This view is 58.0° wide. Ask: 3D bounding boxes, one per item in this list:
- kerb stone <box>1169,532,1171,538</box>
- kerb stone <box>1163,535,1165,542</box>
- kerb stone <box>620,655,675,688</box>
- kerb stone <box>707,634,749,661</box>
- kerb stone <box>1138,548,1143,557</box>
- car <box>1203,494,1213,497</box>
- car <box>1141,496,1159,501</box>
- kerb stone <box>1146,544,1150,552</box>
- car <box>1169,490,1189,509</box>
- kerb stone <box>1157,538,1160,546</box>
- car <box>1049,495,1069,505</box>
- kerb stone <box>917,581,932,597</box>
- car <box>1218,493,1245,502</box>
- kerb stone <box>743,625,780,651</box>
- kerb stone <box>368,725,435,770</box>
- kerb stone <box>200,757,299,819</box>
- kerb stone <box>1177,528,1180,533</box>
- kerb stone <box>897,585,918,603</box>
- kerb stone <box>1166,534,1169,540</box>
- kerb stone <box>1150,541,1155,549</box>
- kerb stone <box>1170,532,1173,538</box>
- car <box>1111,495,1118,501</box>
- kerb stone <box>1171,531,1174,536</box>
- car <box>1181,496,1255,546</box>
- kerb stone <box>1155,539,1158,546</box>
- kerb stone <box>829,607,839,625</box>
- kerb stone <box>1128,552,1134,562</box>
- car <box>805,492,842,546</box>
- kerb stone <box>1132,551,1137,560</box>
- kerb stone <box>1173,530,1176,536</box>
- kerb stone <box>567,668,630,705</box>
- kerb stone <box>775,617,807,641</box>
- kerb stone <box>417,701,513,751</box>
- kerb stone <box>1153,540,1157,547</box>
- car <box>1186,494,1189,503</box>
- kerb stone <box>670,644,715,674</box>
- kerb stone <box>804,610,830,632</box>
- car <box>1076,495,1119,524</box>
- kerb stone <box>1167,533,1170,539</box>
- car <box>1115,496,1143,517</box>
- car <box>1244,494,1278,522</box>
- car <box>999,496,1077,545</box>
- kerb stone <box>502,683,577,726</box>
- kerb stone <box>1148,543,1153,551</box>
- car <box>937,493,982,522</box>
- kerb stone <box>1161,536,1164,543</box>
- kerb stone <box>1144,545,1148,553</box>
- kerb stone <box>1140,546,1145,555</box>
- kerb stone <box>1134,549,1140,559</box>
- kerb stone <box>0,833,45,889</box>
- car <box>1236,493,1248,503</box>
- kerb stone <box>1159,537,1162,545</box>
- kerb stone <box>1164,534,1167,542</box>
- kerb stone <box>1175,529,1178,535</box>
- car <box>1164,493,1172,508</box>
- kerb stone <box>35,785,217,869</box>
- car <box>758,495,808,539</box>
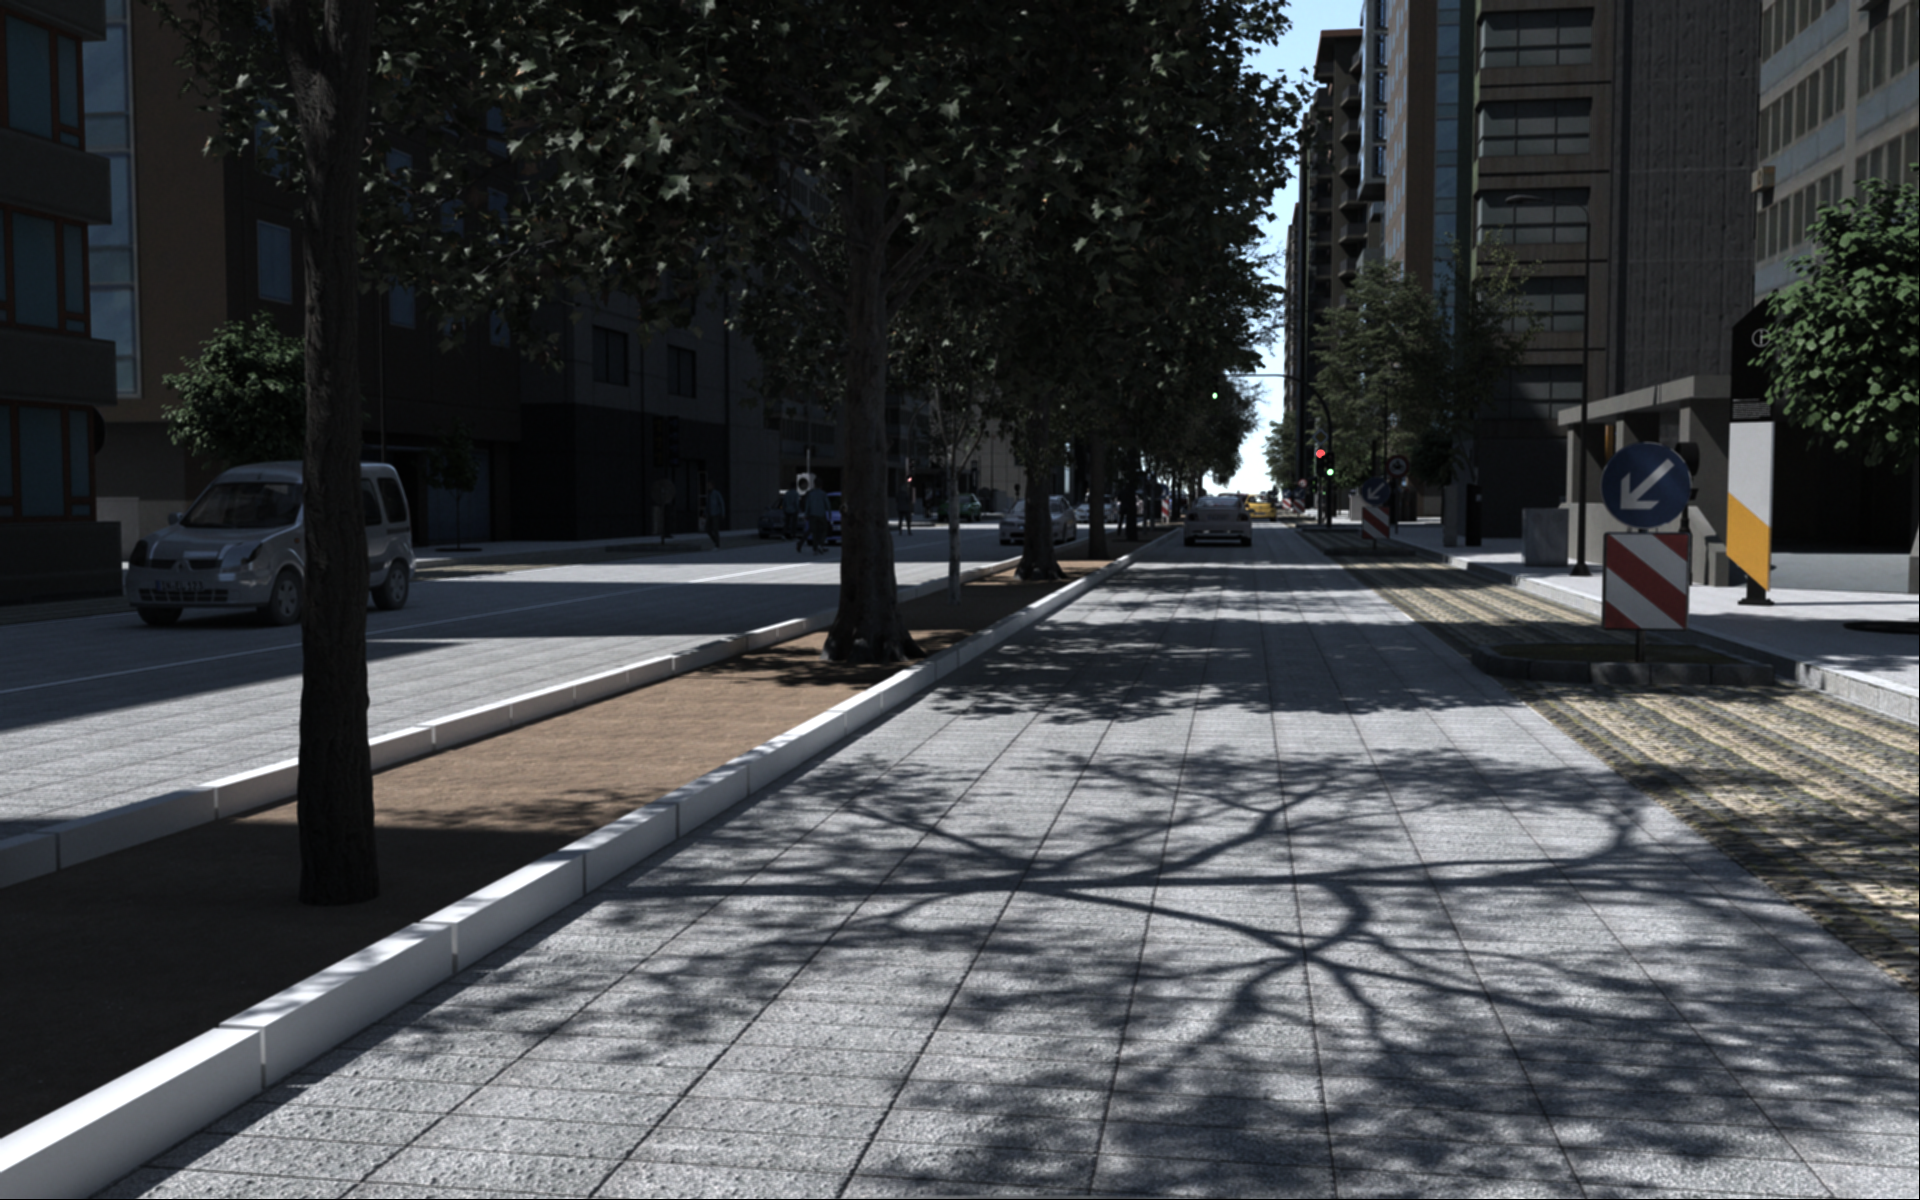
[{"bbox_3d":[6.458,-1.961,54.295,0.120,0.150,1.000,1,4,9],"label":"kerb stone"},{"bbox_3d":[5.802,-1.715,50.232,0.120,0.150,1.000,1,4,9],"label":"kerb stone"},{"bbox_3d":[-2.401,0.554,13.133,0.120,0.150,1.000,1,4,9],"label":"kerb stone"},{"bbox_3d":[-2.068,0.431,15.155,0.120,0.150,1.000,1,4,9],"label":"kerb stone"},{"bbox_3d":[3.980,-1.034,39.097,0.120,0.150,1.000,1,4,9],"label":"kerb stone"},{"bbox_3d":[43.470,-17.890,302.286,2.009,1.686,4.222,1,4,10],"label":"car"},{"bbox_3d":[14.411,-7.378,130.423,2.009,1.686,4.222,1,4,11],"label":"car"},{"bbox_3d":[4.472,-1.219,42.133,0.120,0.150,1.000,1,4,9],"label":"kerb stone"},{"bbox_3d":[20.489,-9.467,163.452,2.281,1.827,5.304,1,4,9],"label":"car"},{"bbox_3d":[5.306,-1.528,47.204,0.120,0.150,1.000,1,4,9],"label":"kerb stone"},{"bbox_3d":[5.386,-5.504,102.347,2.083,1.381,4.827,1,4,10],"label":"car"},{"bbox_3d":[-0.570,-0.124,24.252,0.120,0.150,1.000,1,4,9],"label":"kerb stone"},{"bbox_3d":[16.658,-6.020,107.460,2.155,1.783,4.494,0,4,8],"label":"car"},{"bbox_3d":[-1.899,0.369,16.168,0.120,0.150,1.000,1,4,9],"label":"kerb stone"},{"bbox_3d":[-3.060,0.811,9.098,0.120,0.150,1.000,1,4,9],"label":"kerb stone"},{"bbox_3d":[-3.224,0.864,8.079,0.120,0.150,1.000,1,4,9],"label":"kerb stone"},{"bbox_3d":[7.625,-2.392,61.375,0.120,0.150,1.000,1,4,9],"label":"kerb stone"},{"bbox_3d":[-0.744,-0.059,23.239,0.120,0.150,1.000,1,4,9],"label":"kerb stone"},{"bbox_3d":[6.140,-1.835,52.260,0.120,0.150,1.000,1,4,9],"label":"kerb stone"},{"bbox_3d":[4.813,-1.343,44.149,0.120,0.150,1.000,1,4,9],"label":"kerb stone"},{"bbox_3d":[6.633,-2.025,55.310,0.120,0.150,1.000,1,4,9],"label":"kerb stone"},{"bbox_3d":[17.313,-11.095,193.982,1.945,1.354,3.894,1,4,9],"label":"car"},{"bbox_3d":[6.801,-2.087,56.326,0.120,0.150,1.000,1,4,9],"label":"kerb stone"},{"bbox_3d":[7.292,-2.238,48.958,2.083,1.381,4.827,1,4,9],"label":"car"},{"bbox_3d":[5.139,-1.460,46.189,0.120,0.150,1.000,1,4,9],"label":"kerb stone"},{"bbox_3d":[-1.403,0.184,19.194,0.120,0.150,1.000,1,4,9],"label":"kerb stone"},{"bbox_3d":[3.478,-0.848,36.054,0.120,0.150,1.000,1,4,9],"label":"kerb stone"},{"bbox_3d":[-3.240,-2.424,49.230,1.945,1.707,3.694,1,4,9],"label":"car"},{"bbox_3d":[3.645,-0.910,37.073,0.120,0.150,1.000,1,4,9],"label":"kerb stone"},{"bbox_3d":[6.971,-2.149,57.334,0.120,0.150,1.000,1,4,9],"label":"kerb stone"},{"bbox_3d":[-2.562,0.617,12.123,0.120,0.150,1.000,1,4,9],"label":"kerb stone"},{"bbox_3d":[-1.731,0.307,17.176,0.120,0.150,1.000,1,4,9],"label":"kerb stone"},{"bbox_3d":[-2.887,0.740,10.104,0.120,0.150,1.000,1,4,9],"label":"kerb stone"},{"bbox_3d":[4.975,-1.405,45.172,0.120,0.150,1.000,1,4,9],"label":"kerb stone"},{"bbox_3d":[24.267,-11.052,189.499,1.959,1.807,4.718,1,4,9],"label":"car"},{"bbox_3d":[-2.227,0.498,14.144,0.120,0.150,1.000,1,4,9],"label":"kerb stone"},{"bbox_3d":[-1.566,0.245,18.185,0.120,0.150,1.000,1,4,9],"label":"kerb stone"},{"bbox_3d":[6.723,-4.430,84.436,2.014,1.417,4.499,1,4,10],"label":"car"},{"bbox_3d":[6.300,-1.901,53.277,0.120,0.150,1.000,1,4,9],"label":"kerb stone"},{"bbox_3d":[10.594,-5.947,109.594,2.083,1.381,4.827,1,4,11],"label":"car"},{"bbox_3d":[15.424,-4.843,89.411,2.015,1.641,3.980,0,4,8],"label":"car"},{"bbox_3d":[2.303,-2.315,50.207,2.083,1.381,4.827,1,4,10],"label":"car"},{"bbox_3d":[-2.724,0.678,11.114,0.120,0.150,1.000,1,4,9],"label":"kerb stone"},{"bbox_3d":[4.646,-1.278,43.141,0.120,0.150,1.000,1,4,9],"label":"kerb stone"},{"bbox_3d":[-0.008,-4.904,88.984,1.959,1.807,4.718,1,4,9],"label":"car"},{"bbox_3d":[5.645,-1.653,49.221,0.120,0.150,1.000,1,4,9],"label":"kerb stone"},{"bbox_3d":[4.314,-1.157,41.118,0.120,0.150,1.000,1,4,9],"label":"kerb stone"},{"bbox_3d":[4.146,-1.095,40.106,0.120,0.150,1.000,1,4,9],"label":"kerb stone"},{"bbox_3d":[3.819,-0.964,38.081,0.120,0.150,1.000,1,4,9],"label":"kerb stone"},{"bbox_3d":[-3.552,0.988,6.054,0.120,0.150,1.000,1,4,9],"label":"kerb stone"},{"bbox_3d":[19.389,-6.802,120.252,2.155,1.783,4.494,1,4,9],"label":"car"},{"bbox_3d":[5.470,-1.590,48.213,0.120,0.150,1.000,1,4,9],"label":"kerb stone"},{"bbox_3d":[5.973,-1.777,51.252,0.120,0.150,1.000,1,4,9],"label":"kerb stone"},{"bbox_3d":[7.295,-2.266,59.356,0.120,0.150,1.000,1,4,9],"label":"kerb stone"},{"bbox_3d":[18.041,-8.742,152.524,1.945,1.707,3.694,1,4,9],"label":"car"},{"bbox_3d":[-3.391,0.926,7.070,0.120,0.150,1.000,1,4,9],"label":"kerb stone"},{"bbox_3d":[-5.255,-2.720,56.472,2.014,1.417,4.499,1,4,9],"label":"car"}]
